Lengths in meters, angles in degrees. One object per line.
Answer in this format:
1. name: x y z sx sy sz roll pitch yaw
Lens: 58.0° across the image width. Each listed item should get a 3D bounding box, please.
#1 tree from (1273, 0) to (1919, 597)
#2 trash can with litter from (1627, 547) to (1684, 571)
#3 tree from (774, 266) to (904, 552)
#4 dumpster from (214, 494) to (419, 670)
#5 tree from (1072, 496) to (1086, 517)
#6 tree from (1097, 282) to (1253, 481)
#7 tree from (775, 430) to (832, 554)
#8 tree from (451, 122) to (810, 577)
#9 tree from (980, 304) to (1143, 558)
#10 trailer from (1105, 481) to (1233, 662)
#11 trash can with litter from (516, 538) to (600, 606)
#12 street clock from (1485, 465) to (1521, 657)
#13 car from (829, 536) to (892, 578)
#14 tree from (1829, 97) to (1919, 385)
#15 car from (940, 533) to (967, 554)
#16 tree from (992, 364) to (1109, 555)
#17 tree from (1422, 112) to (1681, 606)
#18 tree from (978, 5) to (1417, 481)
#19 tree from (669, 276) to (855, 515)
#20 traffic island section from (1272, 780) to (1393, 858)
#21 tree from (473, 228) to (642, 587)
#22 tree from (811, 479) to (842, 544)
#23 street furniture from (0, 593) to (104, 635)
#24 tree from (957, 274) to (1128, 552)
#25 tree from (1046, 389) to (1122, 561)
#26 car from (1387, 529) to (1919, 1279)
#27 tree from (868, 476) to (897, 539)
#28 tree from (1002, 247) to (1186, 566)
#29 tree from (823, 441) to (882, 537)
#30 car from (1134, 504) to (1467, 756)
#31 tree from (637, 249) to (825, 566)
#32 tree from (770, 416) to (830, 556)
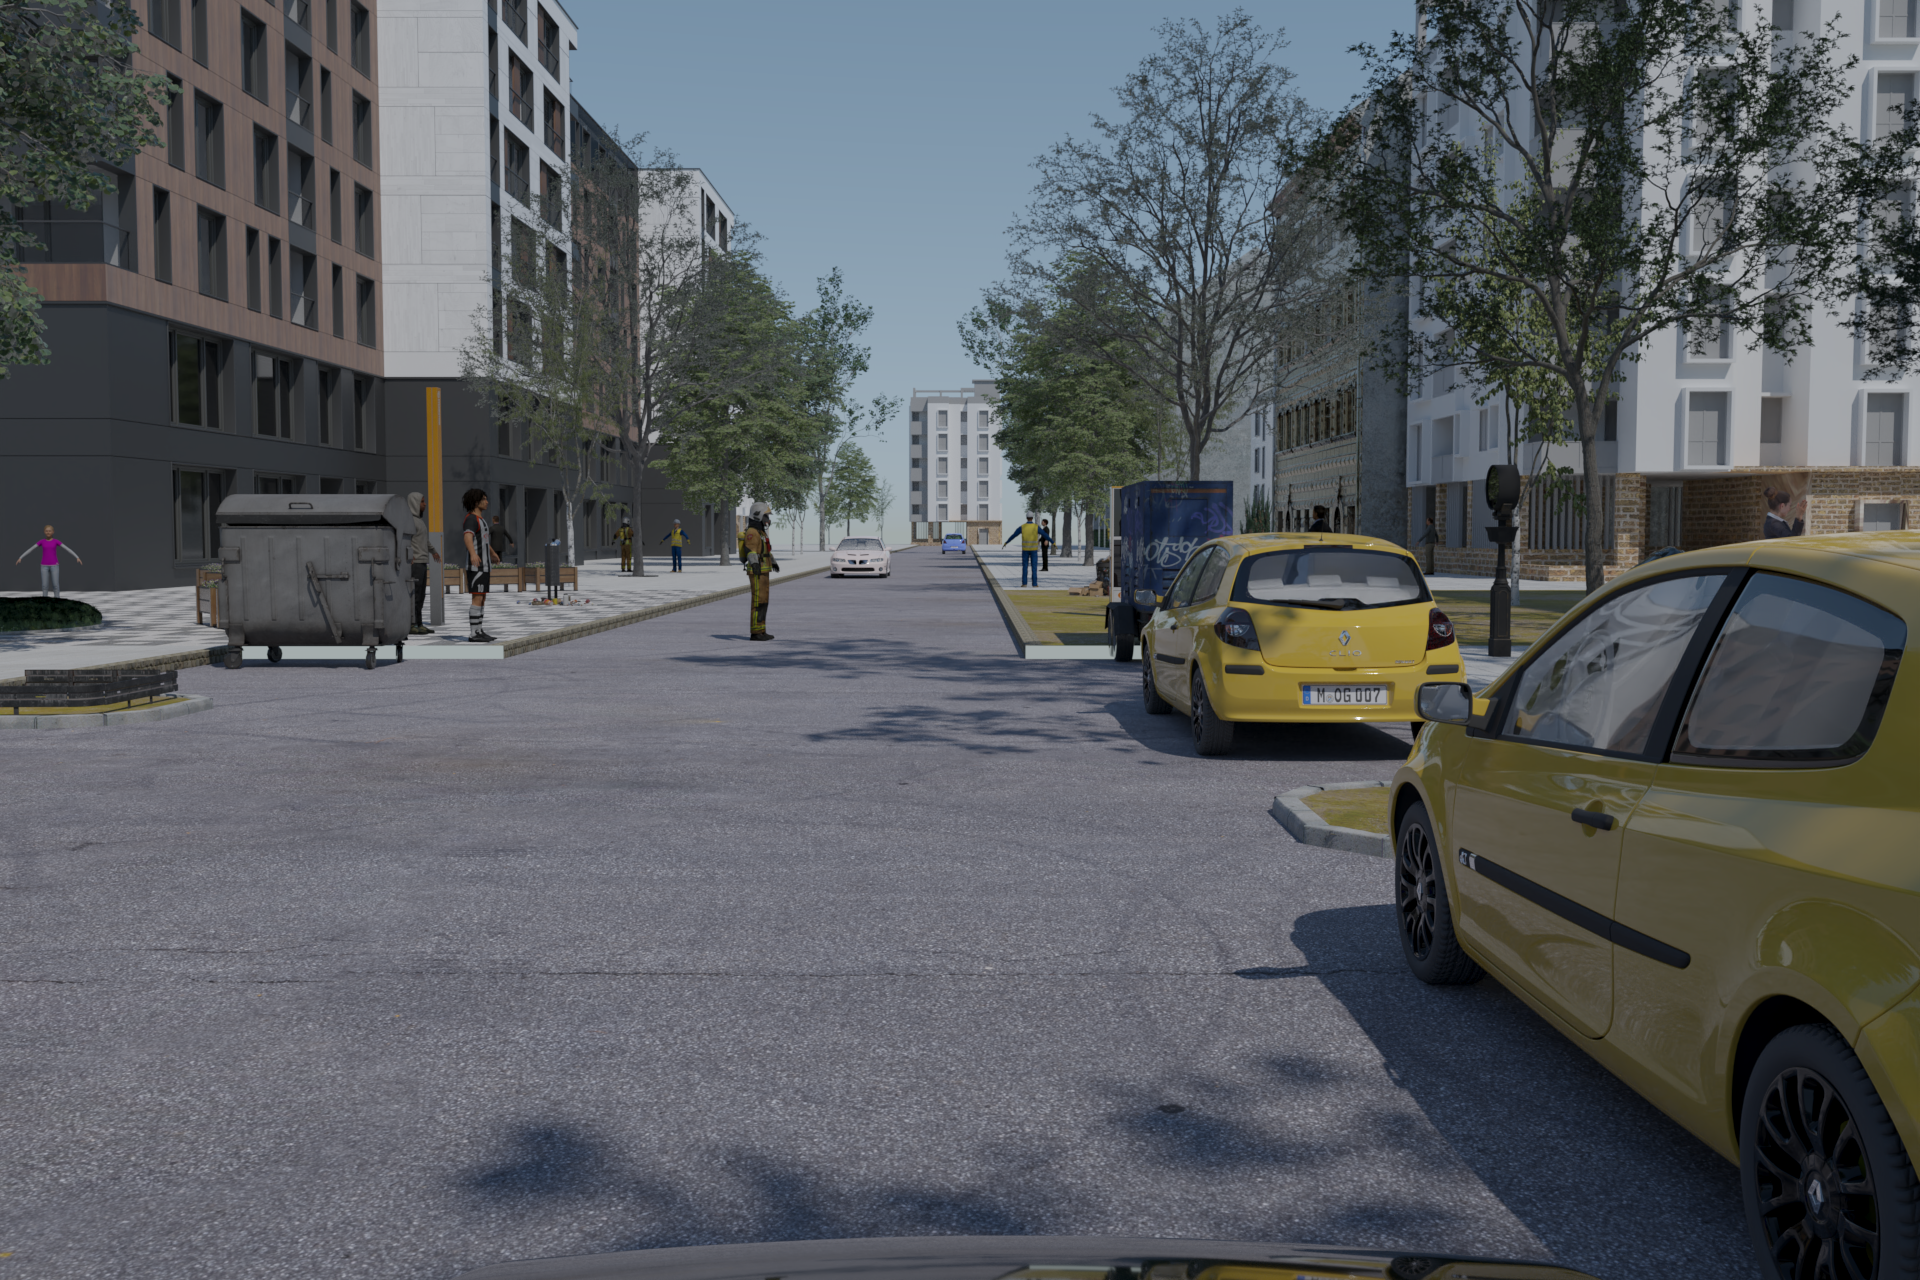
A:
1. tree: 8.470 -5.409 22.845 8.767 10.594 7.601 0 4 8
2. trash can with litter: 5.836 -0.232 15.174 1.055 1.170 0.624 0 4 0
3. tree: -10.403 -16.454 124.919 12.611 20.169 13.585 0 3 0
4. dumpster: -6.944 -0.644 18.745 1.865 1.857 1.264 0 4 0
5. tree: 16.686 -17.015 212.610 7.601 10.594 8.767 0 4 2
6. tree: 5.657 -6.104 50.160 4.360 8.622 3.978 0 3 0
7. tree: -9.951 -9.680 108.630 4.360 8.622 3.978 0 3 0
8. tree: -9.702 -8.644 51.702 12.009 13.543 11.850 0 3 0
9. tree: 5.779 -11.449 93.841 9.857 13.997 8.962 0 3 0
10. trailer: 2.444 -0.820 20.456 1.471 1.999 3.904 0 4 0
11. trash can with litter: -7.289 -1.269 31.812 1.678 1.210 2.233 0 4 0
12. street clock: 5.658 -0.828 18.104 0.358 2.002 0.471 0 3 0
13. car: -3.286 -2.773 57.694 2.083 1.381 4.827 0 4 0
14. tree: 17.652 -5.689 27.420 7.601 10.594 8.767 0 4 3
15. car: -0.449 -6.984 123.782 1.945 1.707 3.694 0 4 -1
16. tree: 5.826 -10.934 104.519 9.928 11.665 9.643 0 3 0
17. tree: 10.107 -4.910 30.643 4.737 8.622 4.395 0 3 0
18. tree: 5.620 -7.978 40.807 12.009 13.543 11.850 0 3 0
19. tree: -9.647 -10.813 83.442 9.857 13.997 8.962 0 3 0
20. traffic island section: 2.587 0.880 8.471 1.991 0.108 1.994 0 4 1
21. tree: -9.412 -5.611 42.105 4.360 8.622 3.978 0 3 0
22. tree: -16.720 -16.351 217.695 4.737 8.622 4.395 0 3 0
23. street furniture: -16.881 -0.405 22.244 10.072 0.657 5.734 0 4 6
24. tree: 6.846 -16.259 121.719 12.611 20.169 13.585 0 3 0
25. tree: 5.673 -7.973 80.727 4.737 8.622 4.395 0 3 0
26. car: 2.300 0.358 4.371 2.015 1.641 3.980 0 4 0
27. tree: -9.609 -16.366 217.948 4.360 8.622 3.978 0 3 0
28. tree: 5.328 -9.238 69.164 7.486 12.596 7.792 0 3 0
29. tree: -13.167 -17.886 210.565 7.486 12.596 7.792 0 3 0
30. car: 2.345 -0.148 12.644 2.015 1.641 3.980 0 4 -1
31. tree: -9.266 -9.227 68.995 7.486 12.596 7.792 0 3 0
32. tree: -10.009 -9.325 102.831 4.360 8.622 3.978 0 3 0
